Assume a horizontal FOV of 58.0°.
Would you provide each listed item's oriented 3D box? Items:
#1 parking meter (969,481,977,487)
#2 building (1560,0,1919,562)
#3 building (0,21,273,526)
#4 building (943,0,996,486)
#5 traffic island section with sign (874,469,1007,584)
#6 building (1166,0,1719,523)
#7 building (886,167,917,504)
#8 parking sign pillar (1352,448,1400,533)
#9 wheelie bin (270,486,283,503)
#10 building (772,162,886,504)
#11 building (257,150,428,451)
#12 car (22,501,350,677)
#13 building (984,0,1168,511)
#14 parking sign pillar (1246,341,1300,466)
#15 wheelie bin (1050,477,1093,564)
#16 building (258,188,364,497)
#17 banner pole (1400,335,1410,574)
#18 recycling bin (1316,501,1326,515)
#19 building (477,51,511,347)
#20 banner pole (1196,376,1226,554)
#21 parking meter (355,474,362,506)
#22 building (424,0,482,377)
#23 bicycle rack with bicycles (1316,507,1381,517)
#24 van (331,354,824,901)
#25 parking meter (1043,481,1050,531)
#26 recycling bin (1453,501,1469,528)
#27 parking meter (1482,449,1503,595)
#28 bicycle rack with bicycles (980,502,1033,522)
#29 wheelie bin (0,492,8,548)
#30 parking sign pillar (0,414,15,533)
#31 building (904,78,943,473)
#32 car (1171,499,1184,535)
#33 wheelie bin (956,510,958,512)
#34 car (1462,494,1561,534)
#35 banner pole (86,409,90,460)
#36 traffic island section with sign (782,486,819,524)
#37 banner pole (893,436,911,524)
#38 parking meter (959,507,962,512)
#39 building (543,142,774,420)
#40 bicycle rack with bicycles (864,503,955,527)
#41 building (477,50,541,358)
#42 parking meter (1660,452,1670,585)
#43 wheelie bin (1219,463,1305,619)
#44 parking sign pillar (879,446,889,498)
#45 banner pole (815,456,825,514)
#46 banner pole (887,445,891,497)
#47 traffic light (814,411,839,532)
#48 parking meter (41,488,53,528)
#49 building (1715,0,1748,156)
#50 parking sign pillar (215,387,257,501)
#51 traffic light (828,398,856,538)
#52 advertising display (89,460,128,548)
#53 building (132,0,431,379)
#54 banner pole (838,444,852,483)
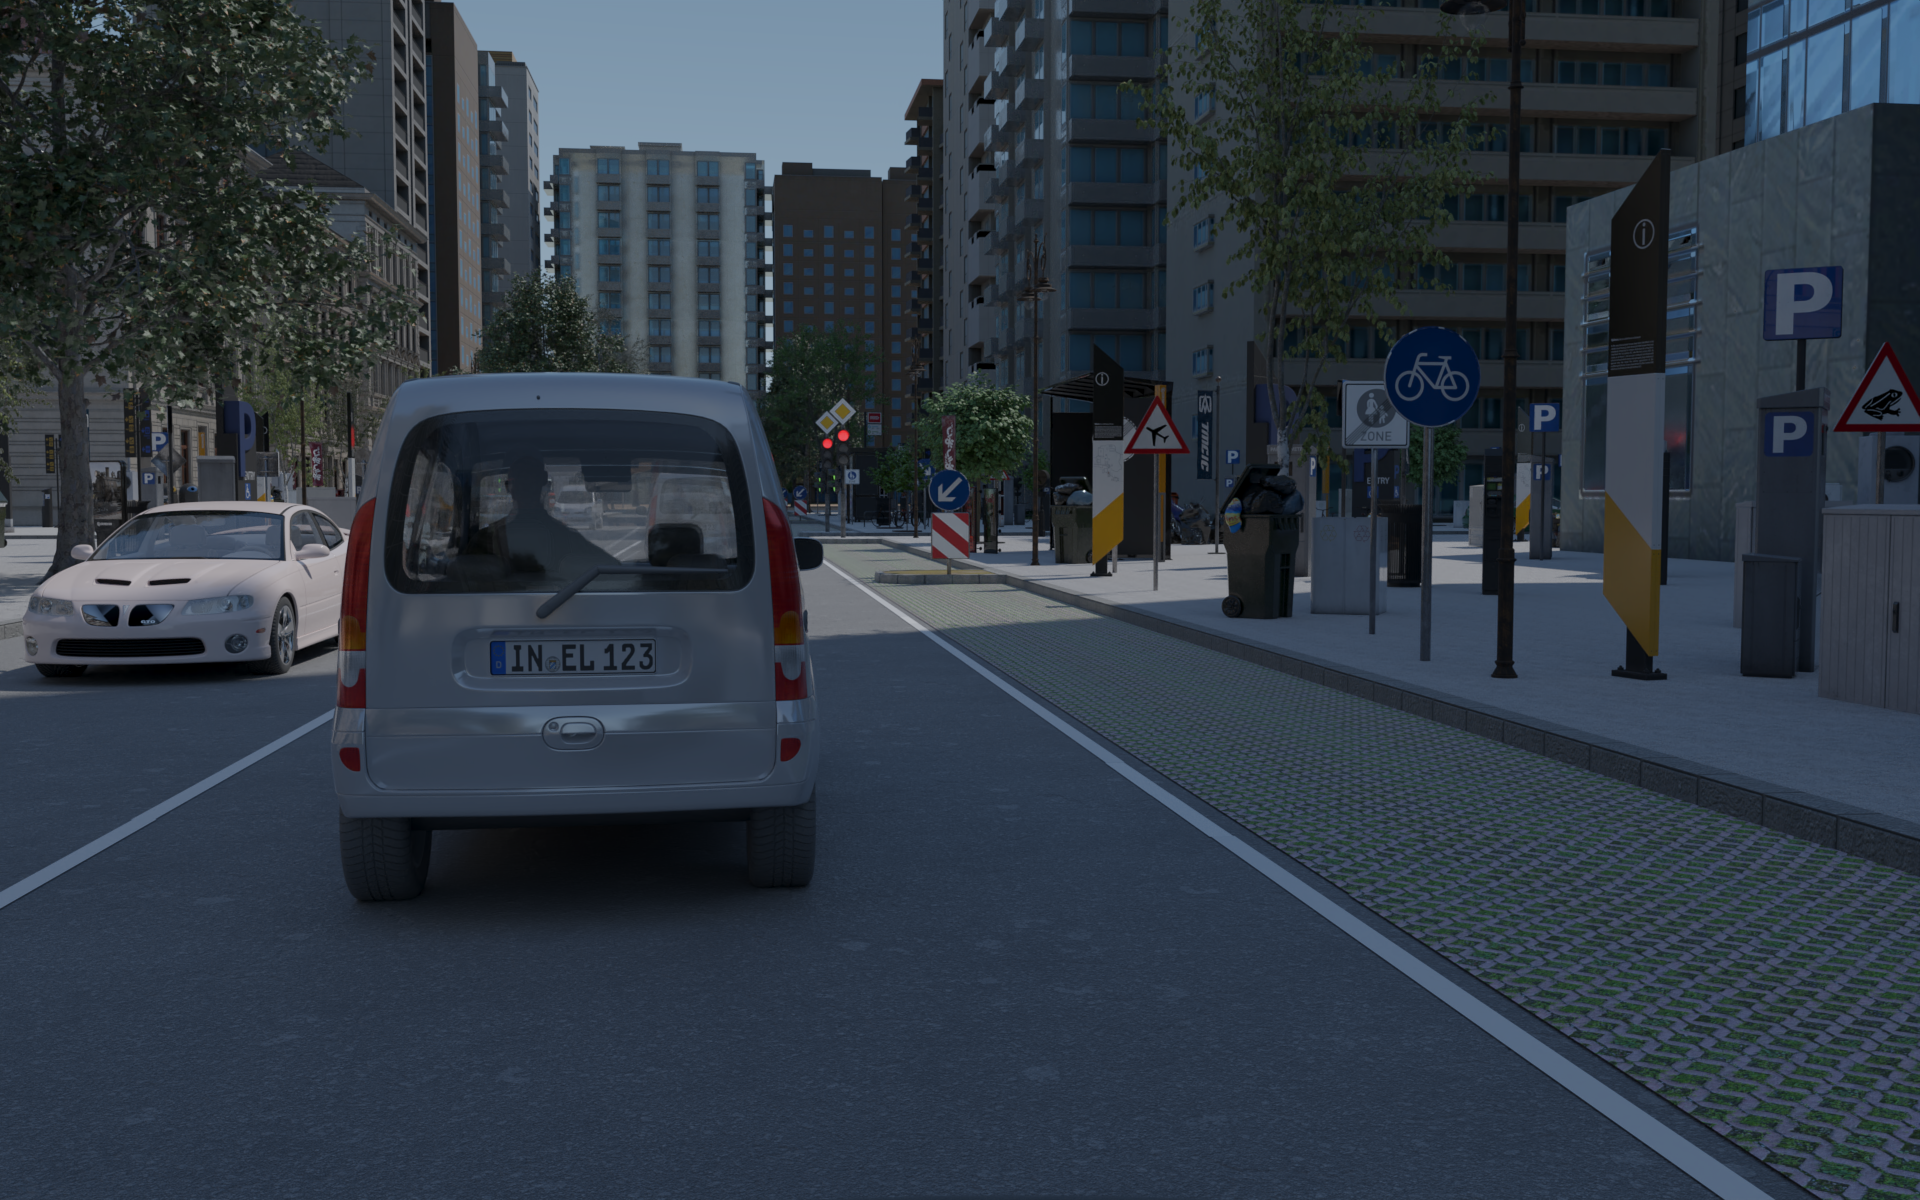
[{"bbox_3d":[0.348,-2.665,49.276,0.399,1.863,0.255,-2,4,-30],"label":"parking meter"},{"bbox_3d":[26.734,-43.434,22.815,22.319,86.520,31.000,0,4,-8],"label":"building"},{"bbox_3d":[-39.477,-14.778,77.783,11.583,22.565,21.152,0,4,-8],"label":"building"},{"bbox_3d":[13.411,-34.581,154.646,28.713,52.752,27.495,0,4,-8],"label":"building"},{"bbox_3d":[-0.371,-1.200,28.242,1.989,1.847,2.006,0,4,-8],"label":"traffic island section with sign"},{"bbox_3d":[21.586,-28.231,85.279,21.600,48.544,21.300,0,4,-8],"label":"building"},{"bbox_3d":[-4.178,-36.117,240.618,14.200,45.320,14.600,0,4,-8],"label":"building"},{"bbox_3d":[12.123,-3.793,50.482,1.447,3.967,1.447,3,4,37],"label":"parking sign pillar"},{"bbox_3d":[-26.391,-3.589,66.581,0.693,1.594,0.980,-2,4,-31],"label":"wheelie bin"},{"bbox_3d":[-18.321,-35.903,237.128,14.200,45.320,14.600,0,4,-8],"label":"building"},{"bbox_3d":[-43.447,-17.681,117.964,11.050,23.489,19.941,0,4,-8],"label":"building"},{"bbox_3d":[-6.454,-0.170,15.147,2.083,1.381,4.827,0,4,-7],"label":"car"},{"bbox_3d":[13.693,-30.047,110.879,23.786,49.044,30.456,0,4,-8],"label":"building"},{"bbox_3d":[5.606,-2.602,31.008,1.447,3.967,1.447,3,4,37],"label":"parking sign pillar"},{"bbox_3d":[2.110,-1.471,31.963,0.980,1.594,0.693,3,5,45],"label":"wheelie bin"},{"bbox_3d":[-40.961,-14.315,98.677,10.561,19.102,19.286,0,4,-8],"label":"building"},{"bbox_3d":[6.959,-2.264,27.037,0.401,3.779,0.863,0,4,7],"label":"banner pole"},{"bbox_3d":[13.457,-3.250,65.698,0.722,1.027,0.722,0,4,1],"label":"recycling bin"},{"bbox_3d":[-62.032,-34.068,176.622,30.456,49.044,23.786,0,4,-8],"label":"building"},{"bbox_3d":[5.316,-2.863,36.825,0.863,3.779,0.401,-3,4,-38],"label":"banner pole"},{"bbox_3d":[-17.177,-2.698,49.825,0.399,1.863,0.255,2,4,24],"label":"parking meter"},{"bbox_3d":[-51.120,-30.917,155.605,14.600,45.320,14.200,0,4,-8],"label":"building"},{"bbox_3d":[10.807,-2.095,47.641,2.852,0.926,2.925,2,4,30],"label":"bicycle rack with bicycles"},{"bbox_3d":[-1.557,-0.034,7.561,2.013,2.044,4.112,-1,4,-9],"label":"van"},{"bbox_3d":[3.014,-3.316,59.921,0.399,1.863,0.255,0,4,5],"label":"parking meter"},{"bbox_3d":[19.232,-3.269,66.002,0.722,1.027,0.722,2,4,26],"label":"recycling bin"},{"bbox_3d":[6.803,-1.000,22.069,0.255,1.863,0.399,1,4,15],"label":"parking meter"},{"bbox_3d":[2.078,-3.980,78.455,2.852,0.926,2.925,3,5,39],"label":"bicycle rack with bicycles"},{"bbox_3d":[-23.022,-2.021,40.955,0.693,1.594,0.980,0,4,-2],"label":"wheelie bin"},{"bbox_3d":[-32.119,-4.206,57.237,1.447,3.967,1.447,-1,4,-20],"label":"parking sign pillar"},{"bbox_3d":[5.743,-32.314,182.961,22.147,44.769,28.867,0,4,-8],"label":"building"},{"bbox_3d":[5.334,-2.620,55.423,3.894,1.354,1.945,-1,4,-8],"label":"car"},{"bbox_3d":[-0.011,-5.035,90.233,0.693,1.594,0.980,-1,4,-23],"label":"wheelie bin"},{"bbox_3d":[19.466,-2.854,58.454,4.920,1.459,2.131,0,4,-8],"label":"car"},{"bbox_3d":[-22.477,-3.331,44.471,0.401,3.779,0.863,0,4,-6],"label":"banner pole"},{"bbox_3d":[-7.854,-4.592,83.712,1.989,1.847,2.006,0,4,-8],"label":"traffic island section with sign"},{"bbox_3d":[-2.403,-5.186,74.803,0.401,3.779,0.863,3,5,43],"label":"banner pole"},{"bbox_3d":[0.105,-3.913,72.388,0.372,1.533,0.369,0,3,0],"label":"parking meter"},{"bbox_3d":[-41.060,-37.857,238.564,30.456,49.044,23.786,0,4,-8],"label":"building"},{"bbox_3d":[-2.273,-3.308,67.467,2.852,0.926,2.925,3,5,44],"label":"bicycle rack with bicycles"},{"bbox_3d":[-70.936,-42.237,232.568,28.212,58.520,21.231,0,4,-8],"label":"building"},{"bbox_3d":[9.856,-1.152,24.541,0.255,1.863,0.399,0,4,3],"label":"parking meter"},{"bbox_3d":[3.163,-0.618,18.017,0.693,1.594,0.980,3,5,40],"label":"wheelie bin"},{"bbox_3d":[-4.684,-6.693,97.904,1.447,3.967,1.447,-1,4,-18],"label":"parking sign pillar"},{"bbox_3d":[-9.220,-7.599,114.254,0.863,3.779,0.401,-3,5,-44],"label":"banner pole"},{"bbox_3d":[-3.438,-6.066,89.203,0.401,3.779,0.863,3,5,43],"label":"banner pole"},{"bbox_3d":[-4.514,-4.262,58.609,0.839,4.253,0.868,0,4,-8],"label":"traffic light"},{"bbox_3d":[-35.020,-3.549,66.435,0.372,1.533,0.369,0,3,0],"label":"parking meter"},{"bbox_3d":[50.521,-39.728,87.802,20.611,71.187,20.563,0,4,-8],"label":"building"},{"bbox_3d":[-15.245,-2.939,36.525,1.447,3.967,1.447,0,4,-5],"label":"parking sign pillar"},{"bbox_3d":[-3.446,-3.778,50.696,0.839,4.253,0.868,0,4,-8],"label":"traffic light"},{"bbox_3d":[-16.330,-1.705,33.087,0.974,1.923,0.123,1,4,19],"label":"advertising display"},{"bbox_3d":[-51.374,-42.752,137.252,20.563,71.187,20.611,0,4,-8],"label":"building"},{"bbox_3d":[-5.706,-5.917,86.760,0.863,3.779,0.401,-1,4,-11],"label":"banner pole"}]
